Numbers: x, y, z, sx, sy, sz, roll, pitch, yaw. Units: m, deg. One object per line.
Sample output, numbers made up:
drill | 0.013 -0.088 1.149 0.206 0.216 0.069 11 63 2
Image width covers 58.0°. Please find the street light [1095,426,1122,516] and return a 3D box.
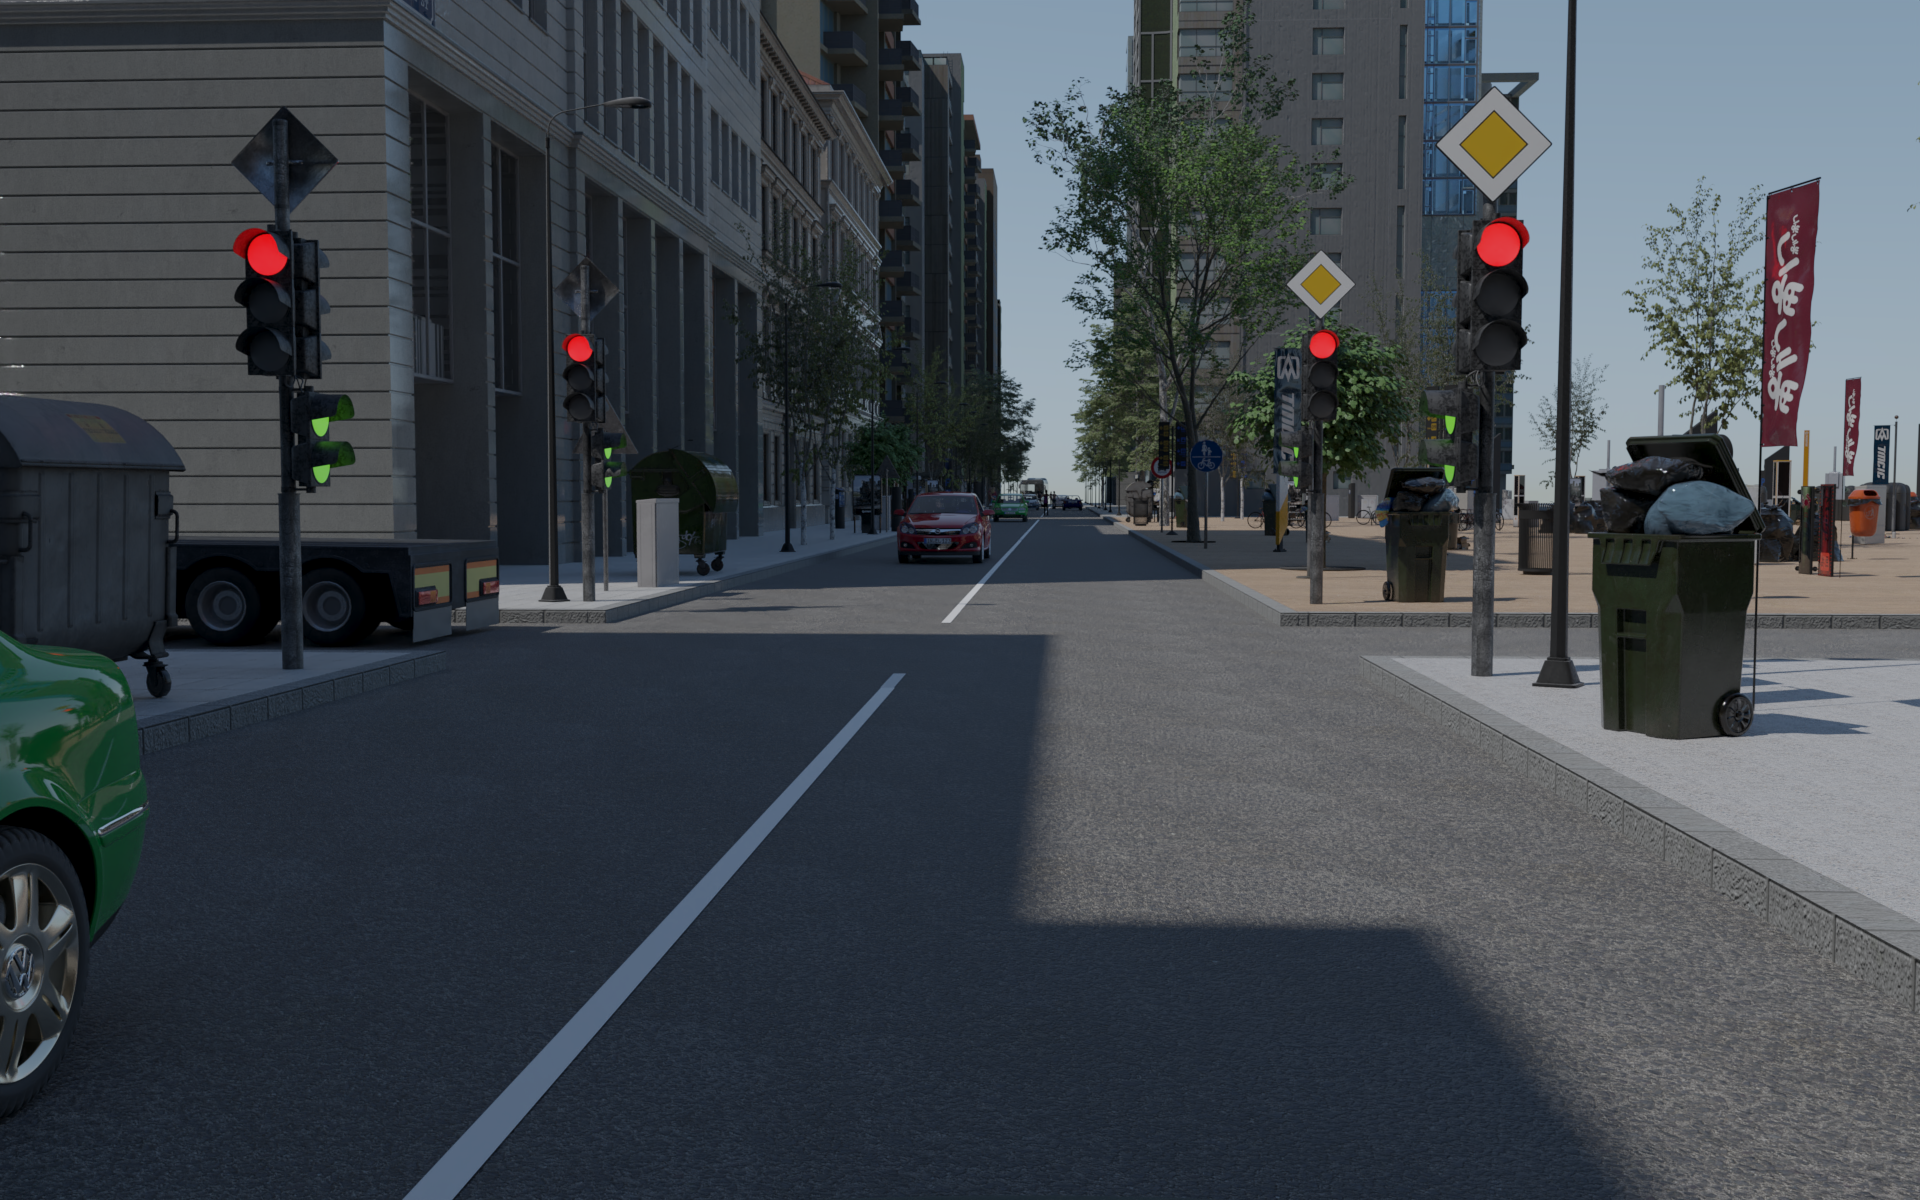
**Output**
street light | 8.924 -7.974 102.915 1.470 5.913 1.316 0 4 3

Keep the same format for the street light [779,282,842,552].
street light | -3.273 -4.010 38.098 1.470 5.913 1.316 0 4 3

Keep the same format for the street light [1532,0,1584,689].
street light | 3.462 -2.380 11.447 1.470 5.913 1.316 0 4 3

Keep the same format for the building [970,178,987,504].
building | -3.967 -32.715 218.480 14.154 41.232 14.086 0 4 3

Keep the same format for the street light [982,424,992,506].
street light | 1.162 -8.670 114.290 1.470 5.913 1.316 0 4 3

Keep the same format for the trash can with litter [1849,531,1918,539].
trash can with litter | 26.972 -2.428 50.748 1.678 1.210 2.233 1 4 17

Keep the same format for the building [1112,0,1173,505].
building | 28.042 -46.391 196.743 20.563 71.187 20.611 0 4 3

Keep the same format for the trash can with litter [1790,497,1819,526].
trash can with litter | 34.730 -3.673 71.433 1.055 1.170 0.624 2 4 26

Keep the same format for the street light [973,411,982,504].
street light | 0.319 -7.644 97.527 1.470 5.913 1.316 0 4 3

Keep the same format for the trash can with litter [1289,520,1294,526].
trash can with litter | 13.136 -3.593 70.125 0.624 1.170 1.055 -2 4 -31

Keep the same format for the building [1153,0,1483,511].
building | 25.699 -49.750 126.081 22.319 86.520 31.000 0 4 3

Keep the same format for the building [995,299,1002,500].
building | -1.331 -29.094 247.390 14.160 30.474 14.107 0 4 3

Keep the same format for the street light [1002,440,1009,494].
street light | 3.193 -10.719 147.796 1.470 5.913 1.316 0 4 3

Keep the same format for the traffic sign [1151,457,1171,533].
traffic sign | 6.726 -3.520 57.651 0.768 2.556 0.104 1 4 13

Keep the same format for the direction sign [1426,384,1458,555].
direction sign | 10.053 -2.705 36.227 0.379 3.537 0.876 -2 4 -28

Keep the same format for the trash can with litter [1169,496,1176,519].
trash can with litter | 10.912 -4.860 90.511 1.678 1.210 2.233 -2 4 -29

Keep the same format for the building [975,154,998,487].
building | -2.143 -35.613 232.388 14.600 45.320 14.200 0 4 3

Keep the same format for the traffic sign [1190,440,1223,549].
traffic sign | 5.771 -2.477 40.601 0.768 2.556 0.104 1 4 12

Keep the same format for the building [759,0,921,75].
building | -14.089 -27.876 110.396 22.147 44.769 28.867 0 4 3

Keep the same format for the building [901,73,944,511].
building | -17.151 -27.283 137.950 32.217 40.220 23.993 0 4 3

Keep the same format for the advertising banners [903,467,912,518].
advertising banners | -2.837 -5.968 93.770 0.090 3.025 2.074 -1 4 -13

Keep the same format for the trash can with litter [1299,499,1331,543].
trash can with litter | 9.360 -2.089 45.543 0.624 1.170 1.055 2 4 30

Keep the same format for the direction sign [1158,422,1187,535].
direction sign | 6.656 -3.809 54.281 0.876 3.537 0.379 1 4 11

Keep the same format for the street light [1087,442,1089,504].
street light | 10.991 -10.059 137.000 1.470 5.913 1.316 0 4 3

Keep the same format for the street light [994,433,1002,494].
street light | 2.220 -9.694 131.041 1.470 5.913 1.316 0 4 3

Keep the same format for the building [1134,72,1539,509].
building | 32.027 -28.302 154.615 32.217 40.220 23.993 0 4 3

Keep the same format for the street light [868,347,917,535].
street light | -2.235 -5.034 54.850 1.470 5.913 1.316 0 4 3

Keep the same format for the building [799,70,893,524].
building | -10.015 -15.133 83.587 11.583 22.565 21.152 0 4 3

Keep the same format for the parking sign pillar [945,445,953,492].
parking sign pillar | -0.617 -6.464 94.154 1.447 3.967 1.447 0 4 2

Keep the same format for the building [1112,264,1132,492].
building | 26.036 -27.168 215.899 14.160 30.474 14.107 0 4 3

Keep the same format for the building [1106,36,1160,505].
building | 31.560 -56.498 236.414 22.319 86.520 31.000 0 4 3

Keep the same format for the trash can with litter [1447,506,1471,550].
trash can with litter | 11.294 -1.743 39.882 0.624 1.170 1.055 3 5 44

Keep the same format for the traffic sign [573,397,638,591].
traffic sign | -4.681 -1.397 22.841 0.884 2.594 0.081 0 4 6

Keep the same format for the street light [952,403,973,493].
street light | -0.248 -7.090 88.469 1.470 5.913 1.316 0 4 3

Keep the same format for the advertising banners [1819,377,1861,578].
advertising banners | 13.486 -1.879 26.912 0.090 3.025 2.074 0 4 4

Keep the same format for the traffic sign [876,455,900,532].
traffic sign | -2.450 -3.539 57.861 0.884 2.594 0.081 1 4 10

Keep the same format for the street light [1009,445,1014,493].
street light | 4.261 -11.749 164.638 1.470 5.913 1.316 0 4 3

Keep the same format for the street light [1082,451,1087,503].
street light | 11.823 -11.085 153.779 1.470 5.913 1.316 0 4 3

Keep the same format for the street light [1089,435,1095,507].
street light | 9.879 -9.013 119.909 1.470 5.913 1.316 0 4 3

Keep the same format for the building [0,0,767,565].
building | -12.263 -15.924 37.850 11.434 29.767 29.804 0 4 3

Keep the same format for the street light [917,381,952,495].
street light | -1.225 -6.059 71.603 1.470 5.913 1.316 0 4 3

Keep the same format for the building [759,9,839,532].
building | -10.909 -12.165 63.530 10.561 19.102 19.286 0 4 3

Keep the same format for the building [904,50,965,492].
building | -6.998 -28.915 156.360 14.154 41.232 14.086 0 4 3

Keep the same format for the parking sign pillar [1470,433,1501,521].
parking sign pillar | 23.197 -5.384 76.504 1.447 3.967 1.447 -1 4 -20

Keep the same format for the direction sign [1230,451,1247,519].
direction sign | 14.565 -6.033 90.642 0.876 3.537 0.379 1 4 11

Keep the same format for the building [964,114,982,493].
building | -8.951 -33.155 196.707 22.147 44.769 28.867 0 4 3

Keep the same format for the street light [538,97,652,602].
street light | -4.304 -2.931 20.460 1.470 5.913 1.316 0 4 3

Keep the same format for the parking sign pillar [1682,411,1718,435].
parking sign pillar | 23.458 -4.087 55.295 1.447 3.967 1.447 -1 4 -13

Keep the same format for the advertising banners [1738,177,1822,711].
advertising banners | 4.641 -0.885 10.665 0.090 3.025 2.074 0 4 -5

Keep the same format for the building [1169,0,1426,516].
building | 19.819 -25.790 105.269 14.154 41.232 14.086 0 4 3
